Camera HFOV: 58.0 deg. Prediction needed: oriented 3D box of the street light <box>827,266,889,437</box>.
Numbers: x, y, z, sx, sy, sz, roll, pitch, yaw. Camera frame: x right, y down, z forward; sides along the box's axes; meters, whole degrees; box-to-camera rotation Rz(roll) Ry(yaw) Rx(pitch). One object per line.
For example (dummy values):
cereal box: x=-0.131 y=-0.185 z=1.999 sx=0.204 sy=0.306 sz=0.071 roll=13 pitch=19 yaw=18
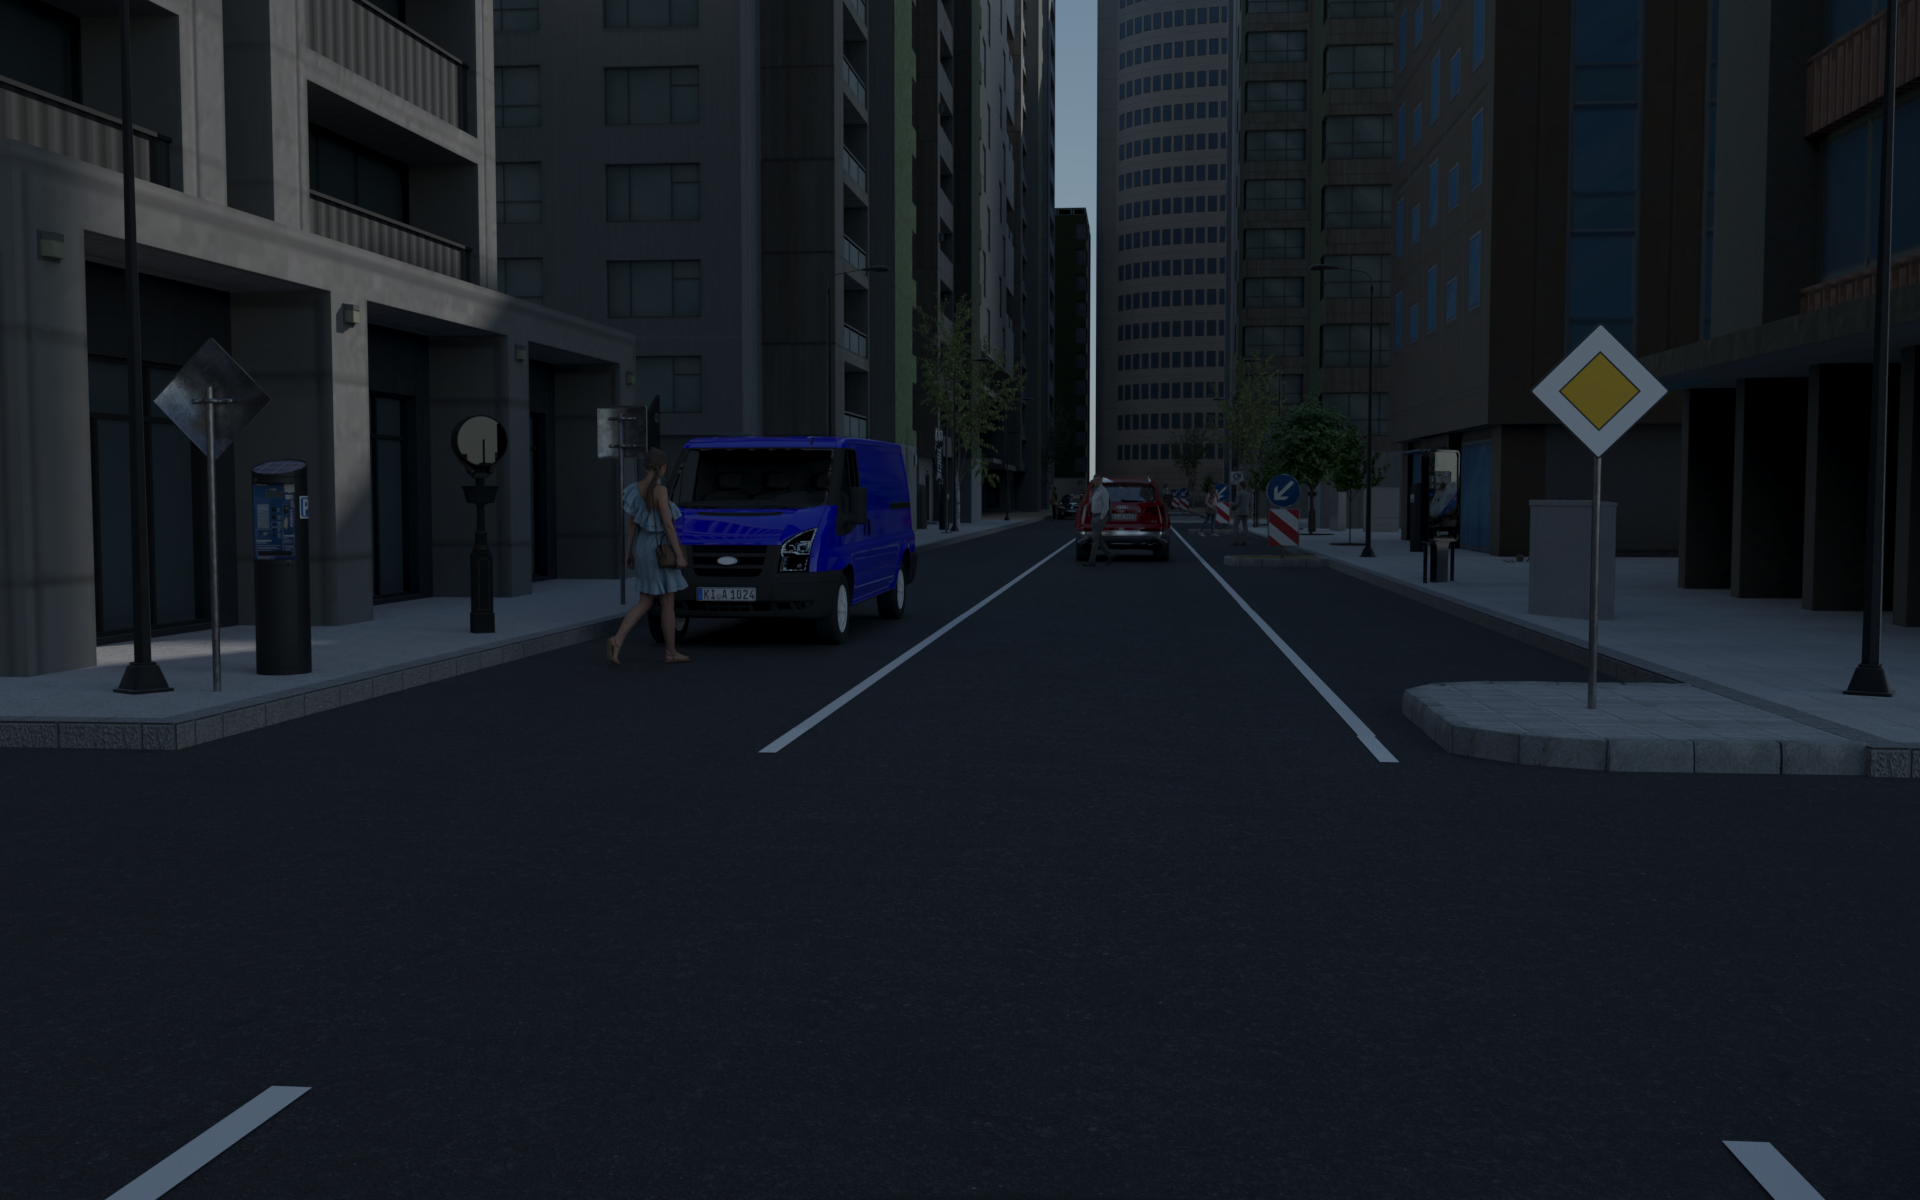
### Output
street light: x=-2.138 y=-3.846 z=35.427 sx=1.470 sy=5.913 sz=1.316 roll=0 pitch=4 yaw=6

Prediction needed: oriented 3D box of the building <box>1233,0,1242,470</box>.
building: x=32.609 y=-32.186 z=115.487 sx=28.713 sy=52.752 sz=27.495 roll=0 pitch=4 yaw=6

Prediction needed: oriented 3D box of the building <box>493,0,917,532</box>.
building: x=-9.172 y=-22.530 z=51.968 sx=14.154 sy=41.232 sz=14.086 roll=0 pitch=4 yaw=6

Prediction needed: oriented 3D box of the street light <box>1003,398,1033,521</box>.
street light: x=2.819 y=-6.801 z=83.734 sx=1.470 sy=5.913 sz=1.316 roll=0 pitch=4 yaw=6

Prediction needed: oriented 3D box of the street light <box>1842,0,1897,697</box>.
street light: x=5.298 y=-2.352 z=10.991 sx=1.470 sy=5.913 sz=1.316 roll=0 pitch=4 yaw=6

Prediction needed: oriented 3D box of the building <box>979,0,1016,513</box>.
building: x=-10.980 y=-31.297 z=100.948 sx=28.713 sy=52.752 sz=27.495 roll=0 pitch=4 yaw=6

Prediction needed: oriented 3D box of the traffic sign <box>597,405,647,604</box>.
traffic sign: x=-3.913 y=-1.097 z=20.059 sx=0.606 sy=2.300 sz=0.079 roll=1 pitch=4 yaw=12

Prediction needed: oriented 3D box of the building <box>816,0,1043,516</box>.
building: x=-1.619 y=-26.796 z=121.711 sx=14.154 sy=41.232 sz=14.086 roll=0 pitch=4 yaw=6

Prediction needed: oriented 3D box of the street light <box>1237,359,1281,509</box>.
street light: x=10.411 y=-5.317 z=59.476 sx=1.470 sy=5.913 sz=1.316 roll=0 pitch=4 yaw=6

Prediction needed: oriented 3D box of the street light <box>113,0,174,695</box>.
street light: x=-4.764 y=-2.353 z=11.006 sx=1.470 sy=5.913 sz=1.316 roll=0 pitch=4 yaw=6

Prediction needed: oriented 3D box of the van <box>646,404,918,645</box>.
van: x=-1.793 y=-0.853 z=18.334 sx=2.240 sy=2.365 sz=5.245 roll=0 pitch=4 yaw=7

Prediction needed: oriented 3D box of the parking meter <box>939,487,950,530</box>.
parking meter: x=-0.567 y=-3.273 z=61.926 sx=0.372 sy=1.533 sz=0.369 roll=0 pitch=3 yaw=0

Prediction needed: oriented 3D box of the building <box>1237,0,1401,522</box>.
building: x=22.515 y=-19.855 z=96.330 sx=14.160 sy=30.474 sz=14.107 roll=0 pitch=4 yaw=6

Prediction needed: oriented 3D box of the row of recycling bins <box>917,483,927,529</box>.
row of recycling bins: x=-2.464 y=-3.396 z=62.645 sx=1.069 sy=1.692 sz=3.534 roll=3 pitch=5 yaw=40

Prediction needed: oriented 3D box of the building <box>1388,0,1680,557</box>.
building: x=18.228 y=-23.847 z=40.012 sx=14.600 sy=45.320 sz=14.200 roll=0 pitch=4 yaw=6

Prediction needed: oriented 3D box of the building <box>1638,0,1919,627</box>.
building: x=22.773 y=-22.193 z=17.484 sx=28.867 sy=44.769 sz=22.147 roll=0 pitch=4 yaw=6

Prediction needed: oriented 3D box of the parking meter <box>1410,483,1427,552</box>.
parking meter: x=10.179 y=-1.835 z=38.415 sx=0.372 sy=1.533 sz=0.369 roll=0 pitch=3 yaw=0

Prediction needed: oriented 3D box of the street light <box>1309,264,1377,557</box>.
street light: x=7.763 y=-3.828 z=35.123 sx=1.470 sy=5.913 sz=1.316 roll=0 pitch=4 yaw=6

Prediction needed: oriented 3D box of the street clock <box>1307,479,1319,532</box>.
street clock: x=11.913 y=-3.303 z=58.566 sx=0.471 sy=2.002 sz=0.358 roll=-3 pitch=5 yaw=-40

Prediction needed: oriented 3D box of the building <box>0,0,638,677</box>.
building: x=-15.606 y=-35.657 z=21.237 sx=20.563 sy=71.187 sz=20.611 roll=0 pitch=4 yaw=6

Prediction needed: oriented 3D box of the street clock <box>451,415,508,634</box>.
street clock: x=-4.421 y=-0.698 z=15.977 sx=0.471 sy=2.002 sz=0.358 roll=-2 pitch=4 yaw=-29

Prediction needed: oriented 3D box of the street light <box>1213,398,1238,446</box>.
street light: x=12.908 y=-6.808 z=83.846 sx=1.470 sy=5.913 sz=1.316 roll=0 pitch=4 yaw=6

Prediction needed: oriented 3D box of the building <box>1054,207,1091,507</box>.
building: x=6.262 y=-24.803 z=177.229 sx=14.107 sy=30.474 sz=14.160 roll=0 pitch=4 yaw=6

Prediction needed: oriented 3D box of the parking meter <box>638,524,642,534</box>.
parking meter: x=-7.417 y=-1.941 z=40.151 sx=0.372 sy=1.533 sz=0.369 roll=0 pitch=3 yaw=0

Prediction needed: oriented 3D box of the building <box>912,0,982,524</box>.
building: x=-6.690 y=-18.502 z=74.213 sx=14.160 sy=30.474 sz=14.107 roll=0 pitch=4 yaw=6

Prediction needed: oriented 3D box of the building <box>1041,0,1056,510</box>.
building: x=-5.972 y=-37.211 z=150.402 sx=28.212 sy=58.520 sz=21.231 roll=0 pitch=4 yaw=6

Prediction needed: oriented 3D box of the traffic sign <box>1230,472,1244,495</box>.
traffic sign: x=12.374 y=-4.605 z=77.420 sx=0.606 sy=2.300 sz=0.079 roll=1 pitch=4 yaw=9

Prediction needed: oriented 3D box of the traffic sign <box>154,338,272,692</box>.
traffic sign: x=-4.825 y=-0.462 z=11.195 sx=0.795 sy=2.450 sz=0.064 roll=0 pitch=4 yaw=6

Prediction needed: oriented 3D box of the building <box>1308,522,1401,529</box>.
building: x=21.025 y=-18.203 z=69.326 sx=14.160 sy=30.474 sz=14.107 roll=0 pitch=4 yaw=6

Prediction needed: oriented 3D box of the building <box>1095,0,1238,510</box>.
building: x=28.186 y=-38.921 z=178.351 sx=28.212 sy=58.520 sz=21.231 roll=0 pitch=4 yaw=6

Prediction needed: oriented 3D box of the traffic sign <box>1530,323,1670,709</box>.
traffic sign: x=3.771 y=-0.406 z=10.284 sx=0.795 sy=2.450 sz=0.064 roll=0 pitch=4 yaw=6

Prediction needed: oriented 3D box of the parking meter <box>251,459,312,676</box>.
parking meter: x=-4.845 y=-0.242 z=12.374 sx=0.372 sy=1.533 sz=0.369 roll=0 pitch=3 yaw=0

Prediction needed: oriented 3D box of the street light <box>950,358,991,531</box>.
street light: x=0.344 y=-5.310 z=59.366 sx=1.470 sy=5.913 sz=1.316 roll=0 pitch=4 yaw=6
